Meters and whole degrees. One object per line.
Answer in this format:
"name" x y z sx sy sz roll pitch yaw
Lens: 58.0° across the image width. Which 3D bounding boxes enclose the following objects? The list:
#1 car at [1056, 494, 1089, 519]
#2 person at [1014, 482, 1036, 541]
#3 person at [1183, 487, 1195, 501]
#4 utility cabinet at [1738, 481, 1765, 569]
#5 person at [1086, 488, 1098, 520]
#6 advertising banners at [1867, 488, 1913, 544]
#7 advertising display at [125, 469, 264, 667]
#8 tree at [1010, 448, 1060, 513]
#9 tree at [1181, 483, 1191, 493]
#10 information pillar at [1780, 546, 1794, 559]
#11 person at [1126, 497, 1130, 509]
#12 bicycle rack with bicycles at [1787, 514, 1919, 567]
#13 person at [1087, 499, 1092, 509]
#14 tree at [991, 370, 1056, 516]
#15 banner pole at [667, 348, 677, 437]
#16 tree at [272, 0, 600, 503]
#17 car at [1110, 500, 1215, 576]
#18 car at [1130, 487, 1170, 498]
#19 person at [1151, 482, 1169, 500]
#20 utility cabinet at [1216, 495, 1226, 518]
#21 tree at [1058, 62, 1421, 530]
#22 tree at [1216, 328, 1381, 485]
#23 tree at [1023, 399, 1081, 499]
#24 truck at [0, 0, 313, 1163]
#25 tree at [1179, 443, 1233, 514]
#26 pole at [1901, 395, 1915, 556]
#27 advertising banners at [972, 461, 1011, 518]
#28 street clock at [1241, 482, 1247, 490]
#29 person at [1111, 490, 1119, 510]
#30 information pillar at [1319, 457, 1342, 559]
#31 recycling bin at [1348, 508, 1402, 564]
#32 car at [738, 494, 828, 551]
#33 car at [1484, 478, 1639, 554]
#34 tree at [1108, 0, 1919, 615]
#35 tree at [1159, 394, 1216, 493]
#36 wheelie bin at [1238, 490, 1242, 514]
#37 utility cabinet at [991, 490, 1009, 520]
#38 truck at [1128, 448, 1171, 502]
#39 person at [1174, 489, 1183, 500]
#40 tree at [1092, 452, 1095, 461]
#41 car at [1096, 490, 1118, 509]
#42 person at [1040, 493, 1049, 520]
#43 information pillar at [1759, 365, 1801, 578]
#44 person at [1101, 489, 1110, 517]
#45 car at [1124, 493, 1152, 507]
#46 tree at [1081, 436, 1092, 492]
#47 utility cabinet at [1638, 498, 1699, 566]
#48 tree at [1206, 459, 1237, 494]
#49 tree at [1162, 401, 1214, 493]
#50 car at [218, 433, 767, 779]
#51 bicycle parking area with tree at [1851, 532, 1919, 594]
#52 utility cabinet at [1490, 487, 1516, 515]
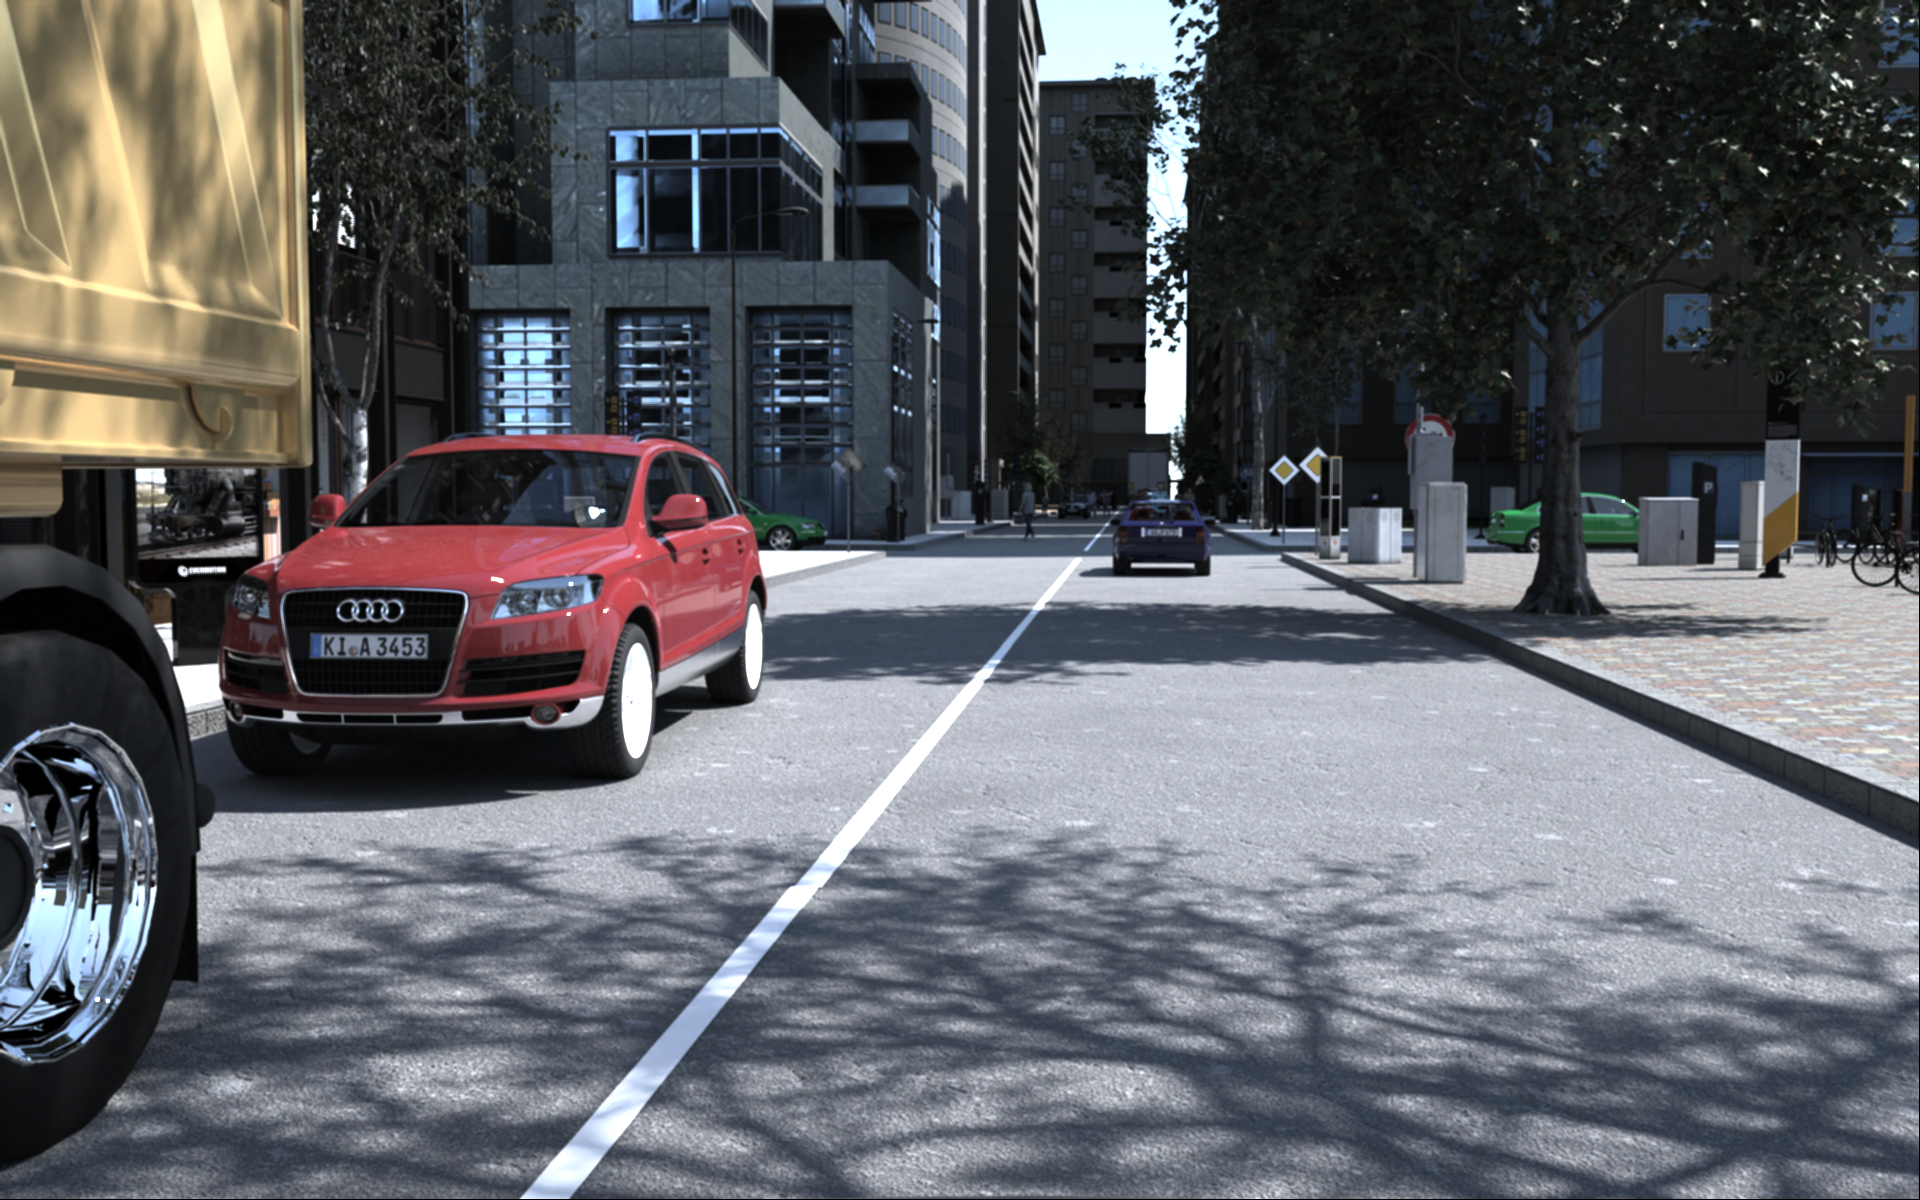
"car" 6.628 -5.570 100.853 2.009 1.686 4.222 0 4 6
"person" 2.025 -2.685 52.577 0.709 1.800 0.728 -3 5 -41
"person" 10.925 -4.548 83.221 0.716 1.782 0.532 -1 4 -10
"utility cabinet" 13.624 -1.274 29.503 0.318 1.500 1.173 3 5 43
"person" 7.281 -5.309 95.569 0.793 1.790 0.793 -1 4 -19
"advertising banners" 24.118 -2.946 44.363 0.090 3.025 2.074 -3 5 -41
"advertising display" -5.719 -0.475 12.978 0.123 1.923 0.974 3 5 44
"tree" 4.868 -8.340 120.078 4.285 4.588 4.351 0 3 0
"tree" 20.739 -9.790 154.663 1.663 3.219 1.824 0 3 0
"information pillar" 16.378 -1.827 34.360 0.304 2.012 0.304 3 4 37
"person" 16.042 -9.331 164.301 0.697 1.427 0.421 -3 5 -41
"bicycle rack with bicycles" 16.272 -1.090 31.212 2.852 0.926 2.925 0 4 6
"person" 8.876 -6.743 119.313 0.480 1.755 0.524 -2 4 -28
"tree" 3.730 -9.358 103.368 4.737 8.622 4.395 0 3 0
"banner pole" -4.883 -2.419 29.568 0.401 3.779 0.863 -1 4 -16
"tree" -5.419 -3.994 15.658 4.360 8.622 3.978 0 3 0
"car" 3.717 -1.175 31.800 1.945 1.354 3.894 0 4 7
"car" 10.937 -5.551 99.425 2.281 1.827 5.304 0 4 5
"person" 6.457 -2.894 55.840 0.660 1.820 0.620 -1 4 -14
"utility cabinet" 13.793 -4.914 91.505 0.306 1.237 1.020 1 4 23
"tree" 9.607 -12.468 59.747 12.611 20.169 13.585 0 3 0
"tree" 10.007 -5.935 47.397 4.360 8.622 3.978 0 3 0
"tree" 6.654 -11.115 132.098 4.360 8.622 3.978 0 3 0
"truck" -3.553 -0.266 0.272 3.469 3.379 9.791 0 4 6
"tree" 15.787 -7.760 110.594 4.285 4.588 4.351 0 3 0
"pole" 19.621 -2.569 35.844 0.158 3.312 0.155 0 3 0
"advertising banners" 1.638 -5.802 91.055 2.074 3.025 0.090 0 4 -4
"street clock" 16.552 -5.873 100.590 0.358 2.002 0.471 -3 5 -39
"person" 13.841 -8.996 155.545 0.705 1.831 1.348 -2 4 -25
"information pillar" 7.300 -1.814 34.144 0.304 2.012 0.304 -2 4 -33
"recycling bin" 7.678 -1.193 32.060 0.722 1.027 0.722 -3 4 -37
"car" -5.606 -2.052 42.352 4.718 1.807 1.959 0 4 4
"car" 14.466 -1.880 39.541 4.718 1.807 1.959 0 4 5
"tree" 6.413 -6.207 18.488 9.611 12.733 9.660 0 3 0
"tree" 17.119 -10.825 127.344 4.360 8.622 3.978 0 3 0
"wheelie bin" 16.875 -5.986 105.771 0.980 1.594 0.693 -3 5 -43
"utility cabinet" 1.922 -4.724 85.908 0.318 1.500 1.173 -3 4 -38
"truck" 12.211 -7.523 111.912 2.839 4.237 11.283 0 4 7
"person" 13.246 -5.849 104.969 0.563 1.720 0.643 1 4 16
"tree" 12.773 -14.905 194.065 4.360 8.622 3.978 0 3 0
"car" 14.587 -9.998 172.142 2.281 1.827 5.304 0 4 4
"person" 4.742 -5.269 97.243 0.523 1.515 0.503 2 4 29
"information pillar" 12.535 -2.146 26.437 0.504 3.616 0.183 3 5 40
"person" 9.239 -6.156 109.743 0.643 1.750 0.593 0 4 2
"car" 8.260 -4.085 75.829 2.155 1.783 4.494 0 4 7
"tree" 10.199 -13.410 169.615 4.360 8.622 3.978 0 3 0
"utility cabinet" 12.688 -1.215 31.023 1.020 1.237 0.306 -1 4 -12
"tree" 14.530 -6.128 94.791 1.663 3.219 1.824 0 3 0
"tree" 17.793 -11.236 134.069 4.737 8.622 4.395 0 3 0
"car" -2.510 -0.110 10.468 2.281 1.827 5.304 0 4 4
"bicycle parking area with tree" 15.740 -2.020 20.027 9.016 4.147 8.231 1 4 20
"utility cabinet" 16.590 -2.706 52.923 0.318 1.500 1.173 0 4 -5
